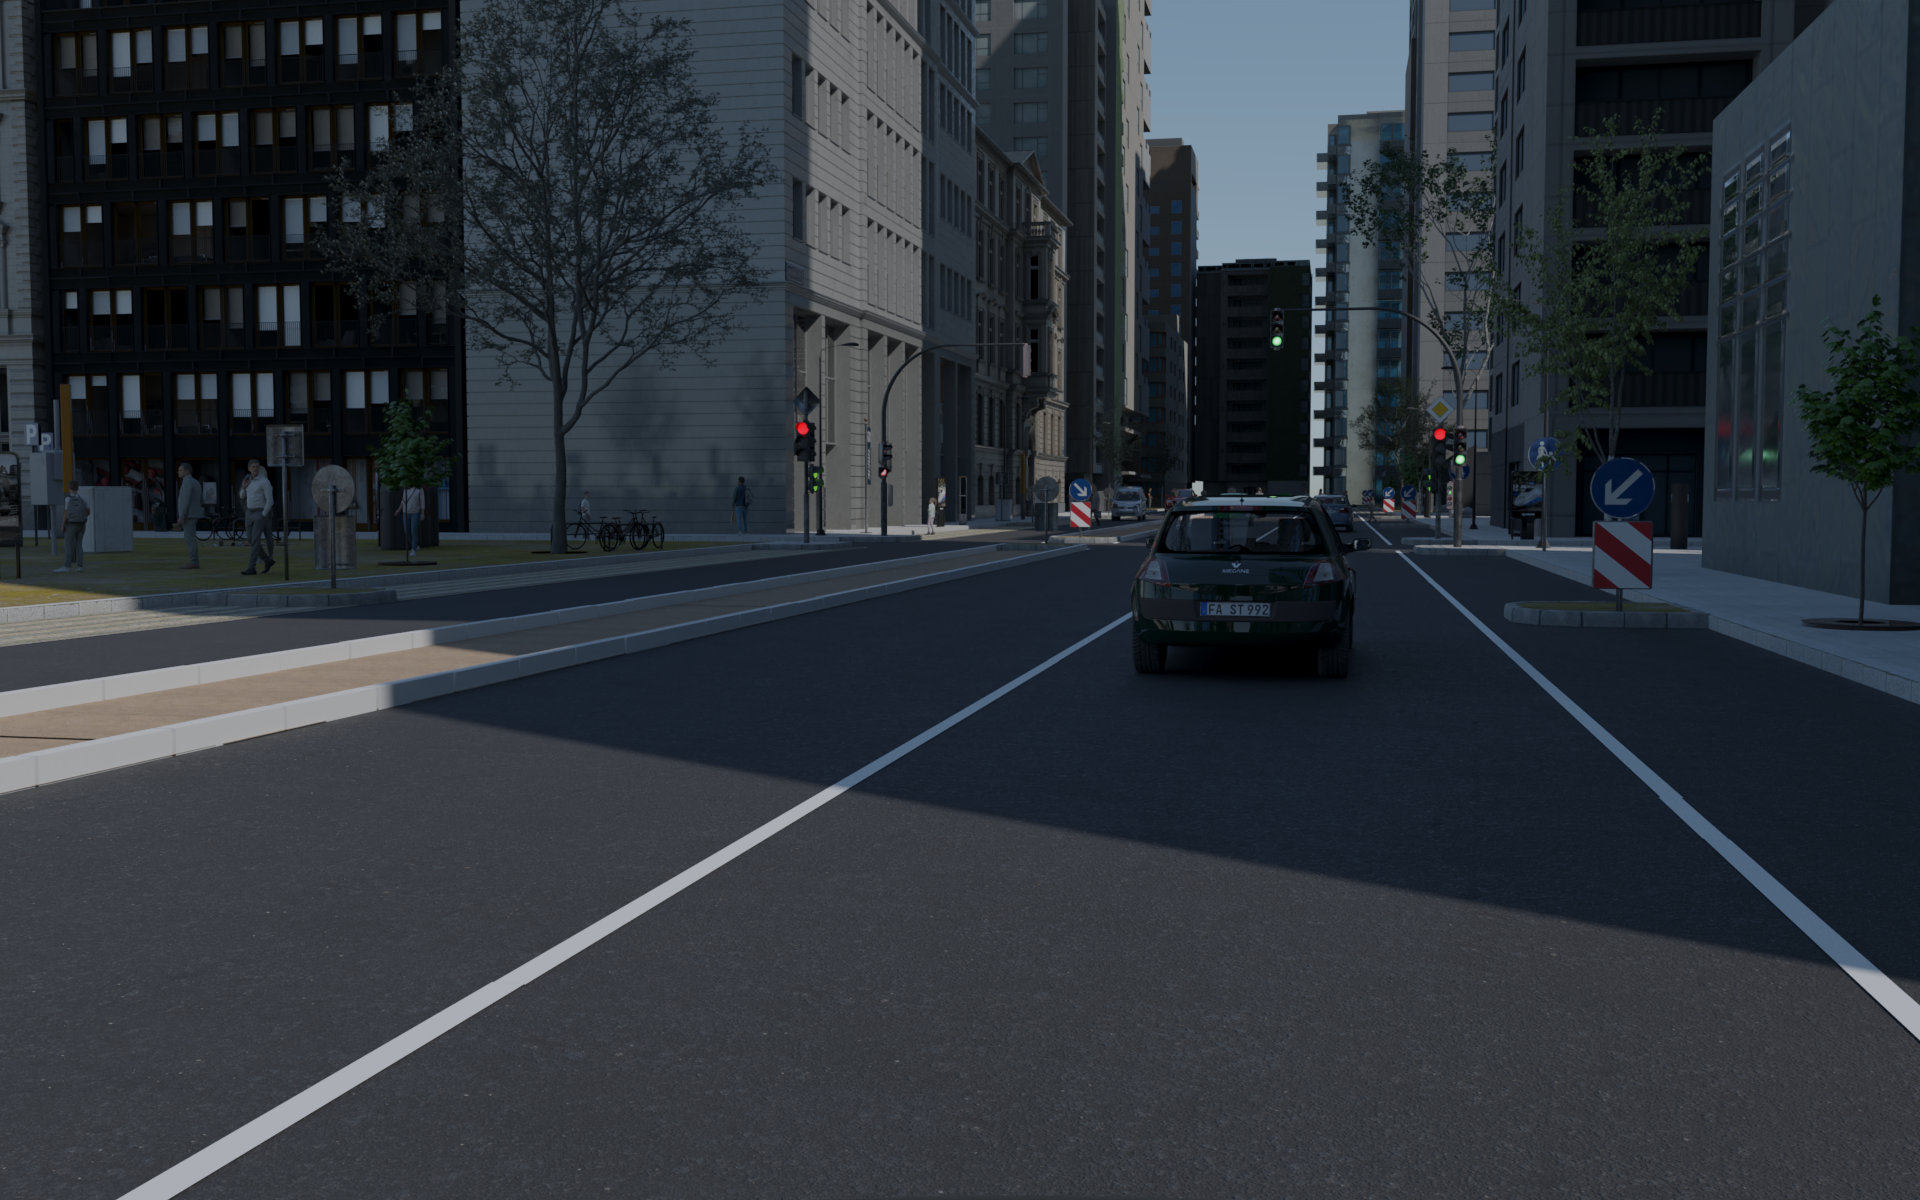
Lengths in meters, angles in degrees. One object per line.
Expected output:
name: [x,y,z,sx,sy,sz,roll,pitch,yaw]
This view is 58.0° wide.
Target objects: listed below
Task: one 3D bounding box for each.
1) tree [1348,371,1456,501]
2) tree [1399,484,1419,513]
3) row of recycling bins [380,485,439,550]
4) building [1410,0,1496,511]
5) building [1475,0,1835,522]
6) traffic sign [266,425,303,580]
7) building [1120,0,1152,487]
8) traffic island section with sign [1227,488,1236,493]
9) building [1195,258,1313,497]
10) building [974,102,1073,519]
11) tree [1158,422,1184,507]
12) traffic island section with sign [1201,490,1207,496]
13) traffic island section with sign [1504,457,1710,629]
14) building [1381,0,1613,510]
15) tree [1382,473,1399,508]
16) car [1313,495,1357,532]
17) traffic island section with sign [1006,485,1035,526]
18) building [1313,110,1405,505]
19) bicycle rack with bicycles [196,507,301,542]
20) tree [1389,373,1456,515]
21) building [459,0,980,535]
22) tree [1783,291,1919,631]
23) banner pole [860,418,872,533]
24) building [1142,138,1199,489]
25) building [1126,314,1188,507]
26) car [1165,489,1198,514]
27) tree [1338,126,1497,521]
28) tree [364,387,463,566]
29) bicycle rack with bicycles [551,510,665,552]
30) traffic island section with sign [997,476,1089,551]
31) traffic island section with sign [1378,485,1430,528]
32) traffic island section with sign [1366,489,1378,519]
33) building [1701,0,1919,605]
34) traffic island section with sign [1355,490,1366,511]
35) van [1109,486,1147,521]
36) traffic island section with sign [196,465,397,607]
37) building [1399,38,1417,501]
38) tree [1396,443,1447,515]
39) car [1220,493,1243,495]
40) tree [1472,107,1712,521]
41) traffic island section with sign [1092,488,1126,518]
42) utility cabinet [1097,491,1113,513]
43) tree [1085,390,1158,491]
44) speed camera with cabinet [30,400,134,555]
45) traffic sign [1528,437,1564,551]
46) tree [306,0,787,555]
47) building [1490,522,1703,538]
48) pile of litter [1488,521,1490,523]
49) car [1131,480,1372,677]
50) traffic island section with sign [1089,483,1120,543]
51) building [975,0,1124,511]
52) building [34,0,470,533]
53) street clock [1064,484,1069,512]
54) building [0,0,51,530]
tree: [33.361,-11.967,130.075,8.767,10.594,7.601,1,4,15]
tree: [30.855,-7.444,116.305,1.663,3.219,1.824,0,3,0]
row of recycling bins: [-13.079,-2.078,41.084,1.069,1.692,3.534,0,4,-8]
building: [48.572,-36.795,143.598,21.231,58.520,28.212,1,4,12]
building: [40.322,-40.488,100.229,20.563,71.187,20.611,1,4,12]
traffic sign: [-9.993,-1.439,25.654,0.606,2.300,0.079,1,4,14]
building: [2.690,-34.711,156.762,28.713,52.752,27.495,1,4,12]
traffic island section with sign: [19.550,-7.144,124.942,2.006,1.907,1.989,1,4,12]
building: [36.563,-27.144,215.499,14.107,30.474,14.160,1,4,12]
building: [-1.446,-17.309,102.091,14.460,24.649,34.723,1,4,12]
tree: [20.055,-13.515,171.324,4.360,8.622,3.978,0,3,0]
traffic island section with sign: [25.267,-10.435,179.233,1.989,1.847,2.006,1,4,12]
traffic island section with sign: [7.240,-0.669,19.568,1.989,1.847,2.006,1,4,12]
building: [55.715,-45.515,182.427,20.563,71.187,20.611,1,4,12]
tree: [39.612,-10.078,159.369,1.663,3.219,1.824,0,3,0]
car: [14.294,-3.357,66.889,2.014,1.417,4.499,1,4,14]
traffic island section with sign: [3.221,-4.201,77.316,1.989,1.847,2.006,1,4,12]
building: [59.554,-36.392,214.614,30.456,49.044,23.786,1,4,12]
bicycle rack with bicycles: [-19.689,-2.115,47.968,2.925,0.926,2.852,-3,4,-38]
tree: [27.901,-9.433,104.599,4.360,8.622,3.978,0,3,0]
building: [-7.639,-17.849,69.322,11.434,29.767,29.804,1,4,12]
tree: [8.816,-1.343,16.559,1.663,3.219,1.824,0,3,0]
banner pole: [-3.039,-4.103,57.106,0.401,3.779,0.863,1,4,12]
building: [22.390,-34.747,218.230,14.200,45.320,14.600,1,4,12]
building: [9.363,-21.117,190.306,28.899,21.520,27.650,1,4,12]
car: [15.498,-6.870,121.001,2.281,1.827,5.304,1,4,12]
tree: [25.331,-13.846,82.275,12.611,20.169,13.585,0,3,0]
tree: [-9.976,-2.236,31.154,1.663,3.219,1.824,0,3,0]
bicycle rack with bicycles: [-7.949,-1.629,40.013,2.852,0.926,2.925,3,4,37]
traffic island section with sign: [2.103,-2.209,44.254,2.006,1.907,1.989,1,4,12]
traffic island section with sign: [18.946,-3.981,73.716,1.989,1.847,2.006,1,4,12]
traffic island section with sign: [24.637,-5.593,100.066,1.989,1.847,2.006,1,4,12]
building: [20.604,-42.661,10.172,22.319,86.520,31.000,1,4,12]
traffic island section with sign: [35.251,-8.594,149.136,1.989,1.847,2.006,1,4,12]
van: [9.171,-5.321,94.012,2.013,2.044,4.112,1,4,10]
traffic island section with sign: [-8.567,-0.866,22.782,1.989,1.847,2.006,1,4,12]
building: [49.920,-31.589,166.583,14.600,45.320,14.200,1,4,12]
tree: [29.115,-7.668,109.080,4.285,4.588,4.351,0,3,0]
car: [12.445,-4.272,78.639,1.959,1.807,4.718,1,4,11]
tree: [12.299,-5.067,33.210,4.737,8.622,4.395,0,3,0]
traffic island section with sign: [8.918,-5.813,103.665,1.989,1.847,2.006,1,4,12]
utility cabinet: [9.958,-6.743,118.923,0.318,1.500,1.173,-3,5,-44]
tree: [10.816,-10.513,122.247,4.360,8.622,3.978,0,3,0]
speed camera with cabinet: [-18.850,-2.620,37.179,0.660,3.252,2.038,2,4,26]
traffic sign: [13.092,-2.363,38.737,0.768,2.556,0.104,1,4,16]
tree: [-8.487,-7.742,36.958,12.009,13.543,11.850,0,3,0]
building: [29.502,-37.823,56.666,20.611,71.187,20.563,1,4,12]
pile of litter: [23.015,-3.644,73.540,1.176,0.858,1.719,2,4,33]
car: [2.551,-0.323,15.073,2.009,1.686,4.222,1,4,13]
traffic island section with sign: [3.678,-2.652,51.493,2.006,1.907,1.989,1,4,12]
building: [4.926,-27.634,135.403,14.154,41.232,14.086,1,4,12]
building: [-22.864,-14.354,64.370,15.834,23.373,12.332,1,4,12]
street clock: [7.775,-7.497,127.145,0.358,2.002,0.471,2,4,34]
building: [-40.577,-14.569,67.076,19.941,23.489,11.050,1,4,12]
